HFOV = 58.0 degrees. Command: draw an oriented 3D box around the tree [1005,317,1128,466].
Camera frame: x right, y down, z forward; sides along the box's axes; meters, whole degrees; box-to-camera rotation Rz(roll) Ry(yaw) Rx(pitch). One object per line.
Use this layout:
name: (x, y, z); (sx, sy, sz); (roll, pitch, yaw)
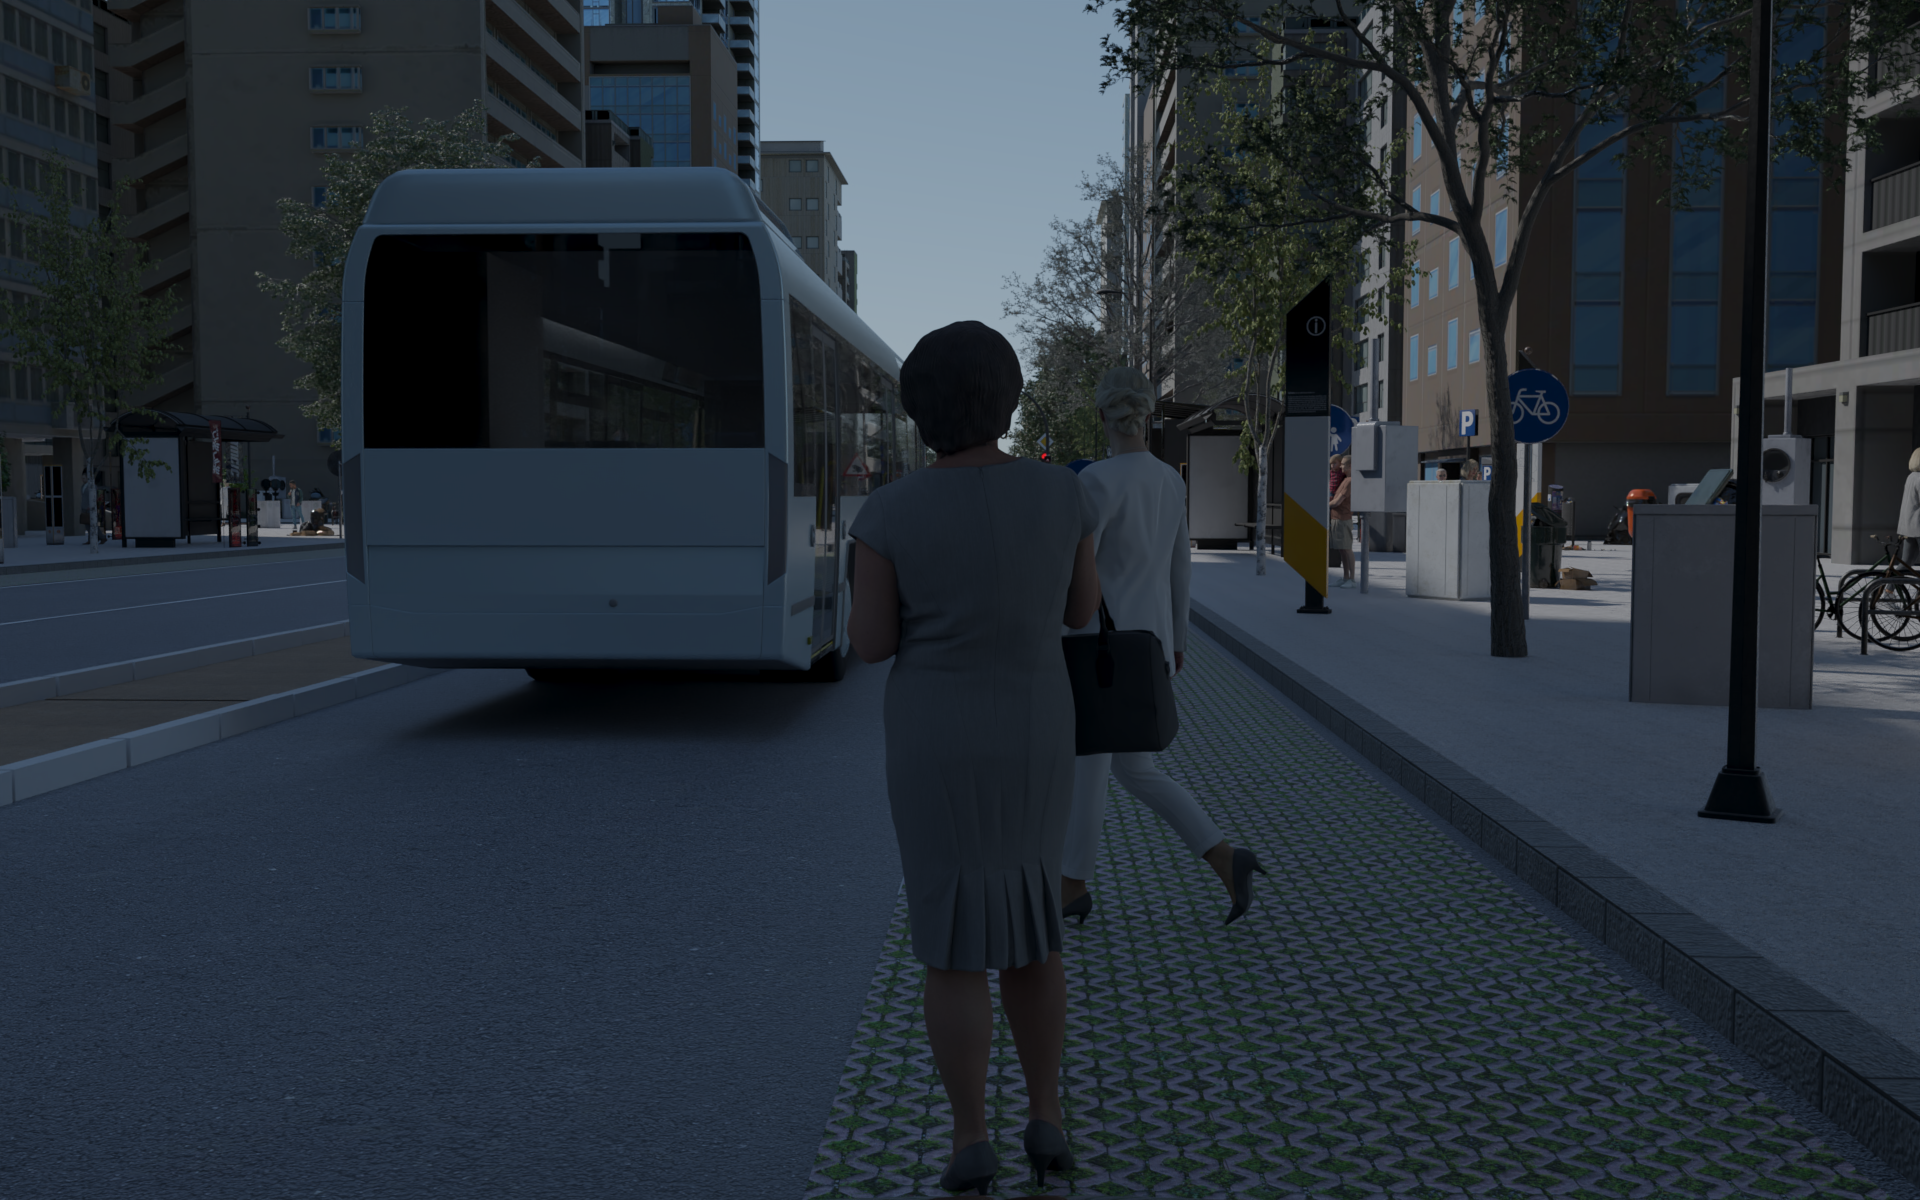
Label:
tree: (7.419, -11.824, 110.338); (9.611, 12.733, 9.660); (0, 3, 0)

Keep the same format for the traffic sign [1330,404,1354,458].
traffic sign: (5.189, -1.497, 24.587); (0.768, 2.556, 0.104); (1, 4, 9)

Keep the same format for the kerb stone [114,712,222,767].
kerb stone: (-4.399, 0.770, 9.602); (0.120, 0.150, 1.000); (0, 4, 2)

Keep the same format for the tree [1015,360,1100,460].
tree: (8.948, -14.227, 139.272); (9.857, 13.997, 8.962); (0, 3, 0)

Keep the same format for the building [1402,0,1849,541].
building: (22.292, -24.634, 52.881); (14.600, 45.320, 14.200); (0, 4, 2)

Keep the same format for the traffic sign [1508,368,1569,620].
traffic sign: (5.781, -1.072, 17.641); (0.768, 2.556, 0.104); (0, 4, 3)

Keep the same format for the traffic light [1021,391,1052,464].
traffic light: (1.501, -5.934, 71.683); (4.771, 5.953, 1.251); (0, 4, 2)

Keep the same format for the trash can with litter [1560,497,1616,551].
trash can with litter: (13.988, -1.773, 40.048); (1.678, 1.210, 2.233); (0, 4, -7)

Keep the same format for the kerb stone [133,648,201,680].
kerb stone: (-6.337, 0.518, 13.723); (0.120, 0.150, 1.000); (0, 4, 2)

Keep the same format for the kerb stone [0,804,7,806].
kerb stone: (-4.476, 0.897, 7.537); (0.120, 0.150, 1.000); (0, 4, 2)

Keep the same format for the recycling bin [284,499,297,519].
recycling bin: (-34.263, -4.652, 88.615); (0.722, 1.027, 0.722); (-2, 4, -28)

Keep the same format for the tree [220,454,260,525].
tree: (-30.261, -4.750, 72.260); (1.663, 3.219, 1.824); (0, 3, 0)

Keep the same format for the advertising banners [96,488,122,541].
advertising banners: (-23.631, -3.198, 48.477); (0.090, 3.025, 2.074); (1, 4, 10)

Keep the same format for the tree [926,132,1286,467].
tree: (6.293, -9.145, 59.896); (12.009, 13.543, 11.850); (0, 3, 0)

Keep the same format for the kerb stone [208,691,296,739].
kerb stone: (-4.363, 0.709, 10.631); (0.120, 0.150, 1.000); (0, 4, 2)

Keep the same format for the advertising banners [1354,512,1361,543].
advertising banners: (10.536, -3.003, 45.283); (0.090, 3.025, 2.074); (0, 4, 7)

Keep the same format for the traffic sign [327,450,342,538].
traffic sign: (-17.946, -3.059, 50.119); (0.768, 2.556, 0.104); (0, 4, 7)

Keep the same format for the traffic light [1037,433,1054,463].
traffic light: (3.903, -5.554, 79.723); (0.839, 4.253, 0.868); (0, 4, 2)

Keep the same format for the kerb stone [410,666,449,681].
kerb stone: (-4.247, 0.520, 13.699); (0.120, 0.150, 1.000); (0, 4, 2)

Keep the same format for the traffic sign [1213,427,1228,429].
traffic sign: (7.050, -3.619, 53.050); (2.265, 3.308, 0.079); (0, 4, 6)

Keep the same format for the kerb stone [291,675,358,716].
kerb stone: (-4.323, 0.652, 11.653); (0.120, 0.150, 1.000); (0, 4, 2)

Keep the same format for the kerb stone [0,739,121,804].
kerb stone: (-4.443, 0.833, 8.569); (0.120, 0.150, 1.000); (0, 4, 2)

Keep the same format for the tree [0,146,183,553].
tree: (-18.628, -5.298, 36.982); (4.737, 8.622, 4.395); (0, 3, 0)

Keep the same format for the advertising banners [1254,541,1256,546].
advertising banners: (7.613, -2.905, 43.678); (0.090, 3.025, 2.074); (1, 4, 22)

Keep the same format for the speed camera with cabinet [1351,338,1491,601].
speed camera with cabinet: (5.759, -1.668, 21.604); (0.660, 3.252, 2.038); (-2, 4, -27)

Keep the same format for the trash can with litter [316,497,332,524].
trash can with litter: (-27.122, -3.793, 73.409); (0.624, 1.170, 1.055); (1, 4, 10)

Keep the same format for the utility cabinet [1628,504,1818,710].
utility cabinet: (4.649, 0.035, 10.583); (1.020, 1.237, 0.306); (1, 4, 23)

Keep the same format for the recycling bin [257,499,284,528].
recycling bin: (-26.122, -3.221, 65.222); (0.722, 1.027, 0.722); (1, 4, 21)

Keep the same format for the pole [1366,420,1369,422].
pole: (11.334, -3.316, 48.052); (0.158, 3.312, 0.155); (0, 3, 0)

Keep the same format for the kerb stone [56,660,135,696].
kerb stone: (-6.382, 0.581, 12.699); (0.120, 0.150, 1.000); (0, 4, 2)

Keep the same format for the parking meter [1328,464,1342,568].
parking meter: (6.508, -1.502, 30.276); (0.399, 1.863, 0.255); (0, 4, 5)

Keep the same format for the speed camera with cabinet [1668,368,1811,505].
speed camera with cabinet: (12.427, -2.039, 27.676); (0.660, 3.252, 2.038); (-3, 5, -40)

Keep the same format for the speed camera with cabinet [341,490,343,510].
speed camera with cabinet: (-25.304, -4.843, 73.520); (2.038, 3.252, 0.660); (0, 4, 7)

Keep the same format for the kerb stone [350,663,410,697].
kerb stone: (-4.280, 0.586, 12.674); (0.120, 0.150, 1.000); (0, 4, 2)

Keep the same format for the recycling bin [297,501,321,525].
recycling bin: (-24.364, -3.206, 64.980); (0.722, 1.027, 0.722); (-2, 4, -24)

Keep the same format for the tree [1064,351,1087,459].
tree: (7.075, -8.190, 84.263); (4.737, 8.622, 4.395); (0, 3, 0)

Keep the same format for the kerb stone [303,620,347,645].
kerb stone: (-6.231, 0.334, 16.803); (0.120, 0.150, 1.000); (0, 4, 2)

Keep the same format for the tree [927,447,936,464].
tree: (-7.860, -25.009, 315.548); (9.857, 13.997, 8.962); (0, 3, 0)

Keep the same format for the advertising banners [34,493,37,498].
advertising banners: (-46.820, -5.678, 89.019); (0.090, 3.025, 2.074); (1, 4, 10)

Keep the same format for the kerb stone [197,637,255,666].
kerb stone: (-6.310, 0.455, 14.752); (0.120, 0.150, 1.000); (0, 4, 2)

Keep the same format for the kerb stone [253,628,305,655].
kerb stone: (-6.264, 0.393, 15.778); (0.120, 0.150, 1.000); (0, 4, 2)

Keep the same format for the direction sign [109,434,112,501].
direction sign: (-32.214, -4.508, 65.706); (0.379, 3.537, 0.876); (-2, 4, -24)

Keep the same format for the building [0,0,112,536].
building: (-38.334, -21.707, 46.784); (23.993, 40.220, 32.217); (0, 4, 2)

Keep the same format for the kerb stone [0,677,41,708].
kerb stone: (-6.426, 0.644, 11.659); (0.120, 0.150, 1.000); (0, 4, 2)

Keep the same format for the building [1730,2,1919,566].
building: (26.120, -35.823, 23.961); (20.563, 71.187, 20.611); (0, 4, 2)

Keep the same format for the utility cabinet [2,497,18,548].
utility cabinet: (-22.955, -1.829, 41.068); (1.020, 1.237, 0.306); (-1, 4, -14)

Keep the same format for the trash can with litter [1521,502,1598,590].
trash can with litter: (8.144, -0.739, 23.472); (0.624, 1.170, 1.055); (-3, 4, -36)

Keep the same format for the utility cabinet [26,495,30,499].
utility cabinet: (-47.193, -4.638, 87.000); (1.020, 1.237, 0.306); (1, 4, 21)

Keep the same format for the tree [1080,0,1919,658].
tree: (4.417, -4.851, 13.731); (8.767, 10.594, 7.601); (0, 4, 8)

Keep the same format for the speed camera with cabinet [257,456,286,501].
speed camera with cabinet: (-35.259, -5.757, 88.469); (0.660, 3.252, 2.038); (1, 4, 12)

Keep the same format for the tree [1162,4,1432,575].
tree: (4.978, -4.701, 27.220); (4.737, 8.622, 4.395); (0, 3, 0)

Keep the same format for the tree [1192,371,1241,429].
tree: (14.136, -9.043, 98.218); (4.360, 8.622, 3.978); (0, 3, 0)

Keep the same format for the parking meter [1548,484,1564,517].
parking meter: (15.272, -2.203, 44.425); (0.372, 1.533, 0.369); (0, 3, 0)

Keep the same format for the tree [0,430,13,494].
tree: (-24.951, -3.066, 44.732); (1.663, 3.219, 1.824); (0, 3, 0)

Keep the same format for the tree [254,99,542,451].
tree: (-16.990, -9.097, 55.398); (9.857, 13.997, 8.962); (0, 3, 0)

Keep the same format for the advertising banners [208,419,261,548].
advertising banners: (-17.409, -2.775, 41.561); (0.090, 3.025, 2.074); (1, 4, 8)

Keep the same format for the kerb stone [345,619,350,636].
kerb stone: (-6.190, 0.267, 17.831); (0.120, 0.150, 1.000); (0, 4, 2)
